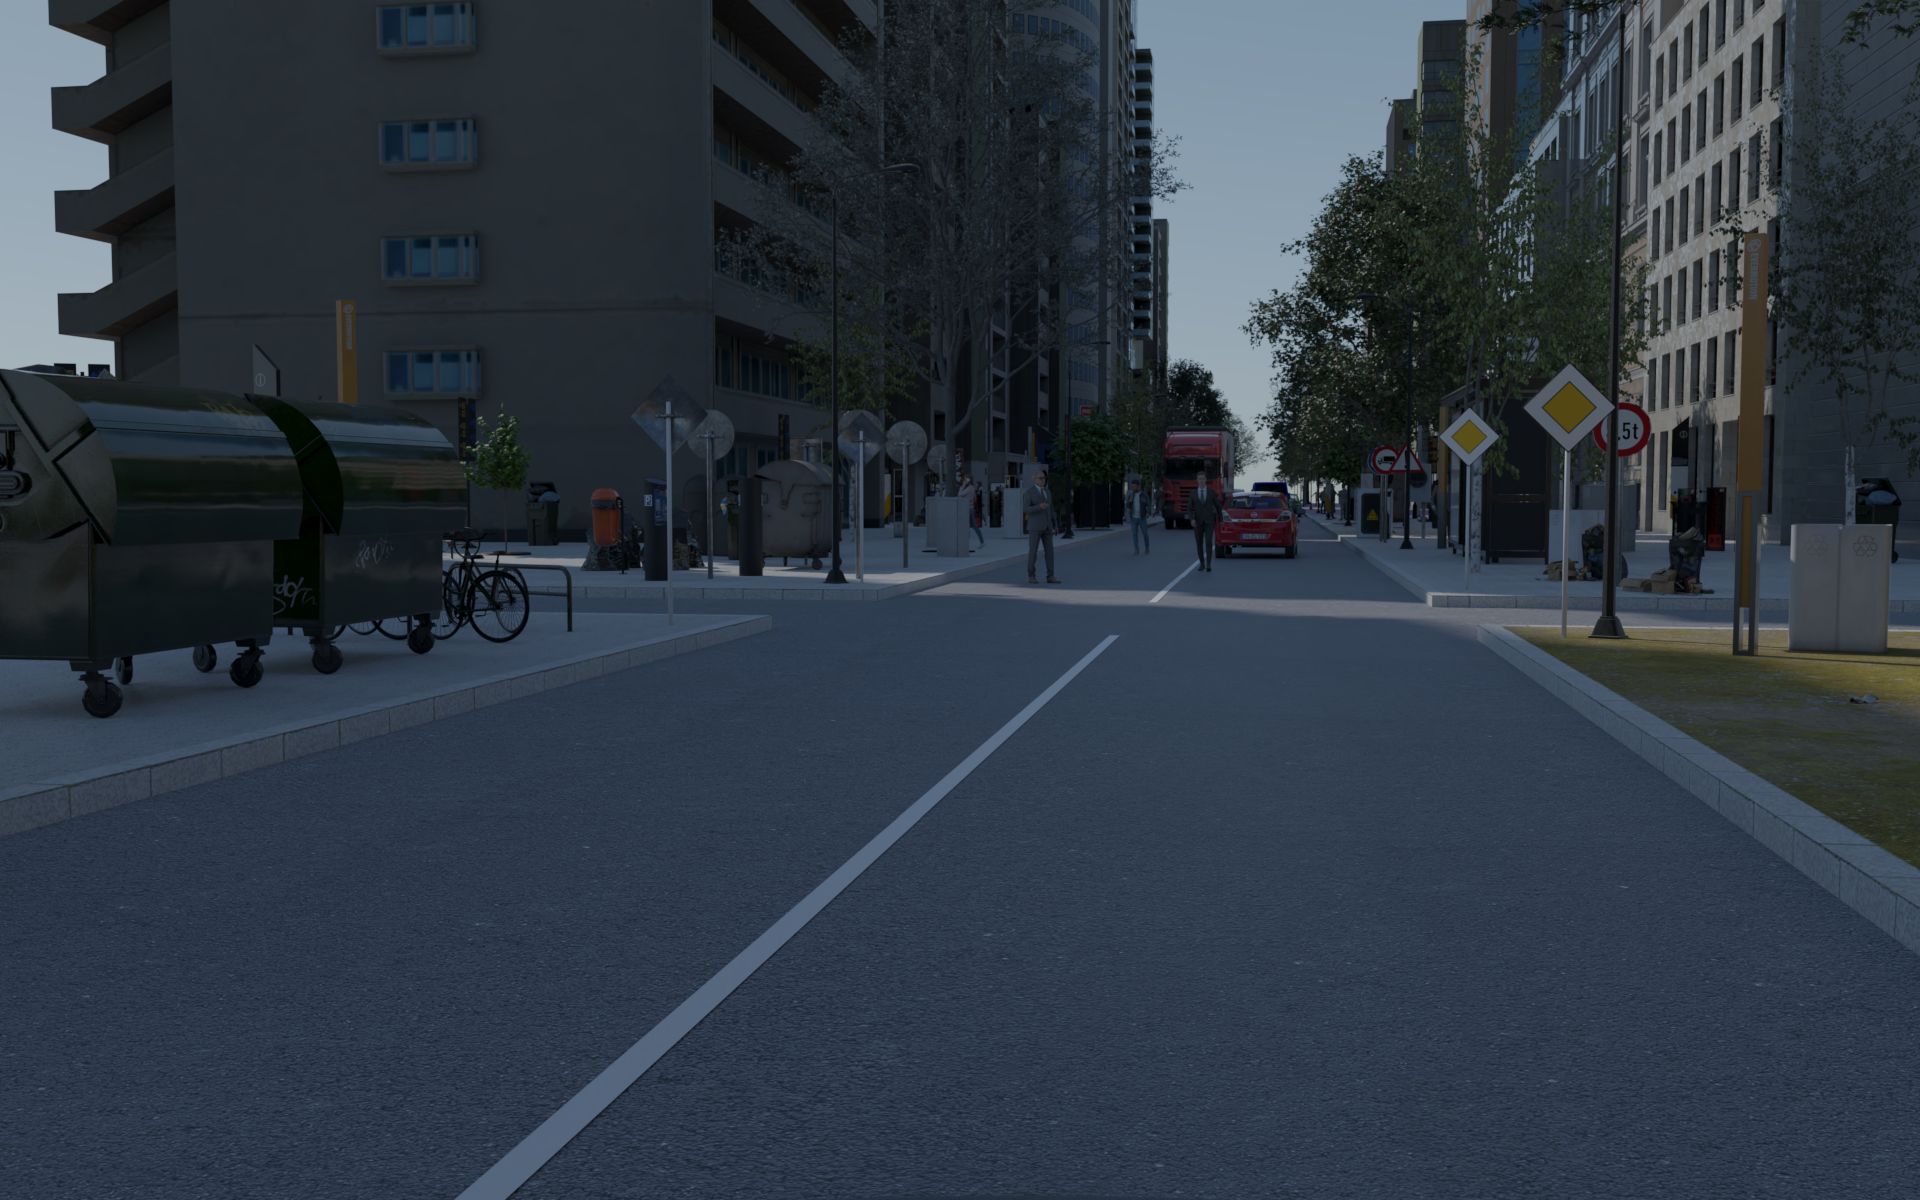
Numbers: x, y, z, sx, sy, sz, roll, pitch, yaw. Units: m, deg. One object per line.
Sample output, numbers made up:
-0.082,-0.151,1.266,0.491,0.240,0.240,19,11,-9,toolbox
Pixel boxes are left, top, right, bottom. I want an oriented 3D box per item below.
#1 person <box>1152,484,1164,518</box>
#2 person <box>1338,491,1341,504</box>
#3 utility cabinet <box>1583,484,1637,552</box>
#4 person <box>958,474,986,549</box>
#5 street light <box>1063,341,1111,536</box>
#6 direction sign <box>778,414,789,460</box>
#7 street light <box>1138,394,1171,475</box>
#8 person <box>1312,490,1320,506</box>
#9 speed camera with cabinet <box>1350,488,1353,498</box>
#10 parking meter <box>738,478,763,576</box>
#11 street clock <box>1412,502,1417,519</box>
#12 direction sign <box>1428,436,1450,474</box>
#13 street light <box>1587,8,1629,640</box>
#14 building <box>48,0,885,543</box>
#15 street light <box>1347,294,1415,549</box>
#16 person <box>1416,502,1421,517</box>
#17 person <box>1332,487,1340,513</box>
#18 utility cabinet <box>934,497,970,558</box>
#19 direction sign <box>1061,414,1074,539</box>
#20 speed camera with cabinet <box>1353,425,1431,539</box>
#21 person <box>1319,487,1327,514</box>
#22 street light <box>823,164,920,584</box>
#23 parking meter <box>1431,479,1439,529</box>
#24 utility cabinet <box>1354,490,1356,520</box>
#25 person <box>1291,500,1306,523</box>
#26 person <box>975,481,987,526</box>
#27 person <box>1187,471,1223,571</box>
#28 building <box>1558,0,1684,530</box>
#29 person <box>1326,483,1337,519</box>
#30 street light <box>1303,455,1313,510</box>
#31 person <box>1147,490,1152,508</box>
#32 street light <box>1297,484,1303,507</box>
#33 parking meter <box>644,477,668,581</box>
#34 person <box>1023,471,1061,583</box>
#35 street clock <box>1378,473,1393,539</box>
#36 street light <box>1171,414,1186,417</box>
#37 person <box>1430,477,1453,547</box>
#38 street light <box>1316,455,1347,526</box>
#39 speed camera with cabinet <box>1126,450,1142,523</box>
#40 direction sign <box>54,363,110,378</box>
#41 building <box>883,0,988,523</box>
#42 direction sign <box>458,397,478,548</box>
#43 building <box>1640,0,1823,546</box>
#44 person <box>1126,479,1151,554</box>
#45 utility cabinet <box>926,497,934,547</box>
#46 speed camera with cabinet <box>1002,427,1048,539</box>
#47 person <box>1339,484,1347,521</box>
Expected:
10.722,-5.307,92.783,0.822,1.834,0.622,1,4,10,person
51.066,-13.851,233.173,0.551,1.740,0.621,3,4,38,person
14.445,-1.828,38.571,0.318,1.500,1.173,-2,4,-34,utility cabinet
0.274,-2.065,40.388,0.643,1.750,0.593,1,4,15,person
3.866,-4.899,52.633,1.470,5.913,1.316,1,4,10,street light
-5.004,-3.504,49.291,0.379,3.537,0.876,1,4,13,direction sign
8.905,-6.613,80.664,1.470,5.913,1.316,1,4,10,street light
37.017,-10.596,179.386,1.348,1.812,0.705,2,4,28,person
20.380,-5.666,86.967,2.038,3.252,0.660,-2,4,-33,speed camera with cabinet
-3.282,-1.146,27.151,0.372,1.533,0.369,0,3,0,parking meter
23.665,-5.231,90.092,0.471,2.002,0.358,-2,4,-24,street clock
18.550,-4.588,67.005,0.876,3.537,0.379,0,4,7,direction sign
5.251,-2.620,15.376,1.470,5.913,1.316,1,4,10,street light
-15.204,-26.425,55.748,21.300,48.544,21.600,1,4,10,building
9.873,-4.141,40.253,1.470,5.913,1.316,1,4,10,street light
25.255,-5.442,95.560,0.362,1.759,0.519,0,4,1,person
25.315,-6.828,117.694,0.705,1.822,1.348,-3,4,-37,person
-0.141,-1.488,35.488,0.306,1.237,1.020,-2,4,-25,utility cabinet
3.078,-3.526,49.655,0.379,3.537,0.876,1,4,12,direction sign
12.537,-3.407,50.036,2.038,3.252,0.660,1,4,19,speed camera with cabinet
23.281,-6.334,110.132,0.750,1.759,0.617,-2,4,-28,person
-1.254,-3.185,24.617,1.470,5.913,1.316,1,4,10,street light
17.741,-3.587,64.353,0.399,1.863,0.255,2,4,34,parking meter
19.414,-4.548,83.032,0.318,1.500,1.173,-2,4,-32,utility cabinet
15.950,-4.217,82.944,0.738,1.151,1.012,-3,5,-43,person
0.834,-3.836,69.028,0.793,1.790,0.793,3,4,38,person
4.532,-1.459,32.126,0.659,1.850,0.755,1,4,12,person
31.657,-17.225,67.537,13.634,28.700,20.117,1,4,10,building
18.899,-5.031,88.266,0.822,1.834,0.622,-2,4,-29,person
20.164,-7.623,97.177,1.470,5.913,1.316,1,4,10,street light
17.441,-9.375,159.279,1.348,1.831,0.705,-1,4,-13,person
23.481,-8.772,115.964,1.470,5.913,1.316,1,4,10,street light
-4.488,-1.055,25.655,0.372,1.533,0.369,0,3,0,parking meter
1.335,-1.166,27.741,0.661,1.801,0.590,-3,4,-37,person
12.063,-2.724,49.104,0.358,2.002,0.471,-1,4,-14,street clock
12.462,-7.832,100.590,1.470,5.913,1.316,1,4,10,street light
11.634,-2.146,41.531,0.661,1.777,0.834,0,4,4,person
14.993,-5.910,69.170,1.470,5.913,1.316,1,4,10,street light
7.742,-5.048,76.878,0.660,3.252,2.038,1,4,9,speed camera with cabinet
-15.217,-2.332,30.124,0.876,3.537,0.379,-1,4,-20,direction sign
-6.739,-18.917,80.995,14.160,30.474,14.107,1,4,10,building
-11.615,-2.990,40.887,0.379,3.537,0.876,1,4,9,direction sign
26.969,-11.923,49.699,10.420,20.320,16.860,1,4,10,building
4.265,-1.990,41.384,0.623,1.781,0.721,1,4,11,person
-0.308,-1.884,41.957,1.020,1.237,0.306,-1,4,-10,utility cabinet
1.922,-3.416,50.186,0.660,3.252,2.038,2,4,25,speed camera with cabinet
18.592,-4.753,83.938,0.511,1.800,0.466,-1,4,-19,person
